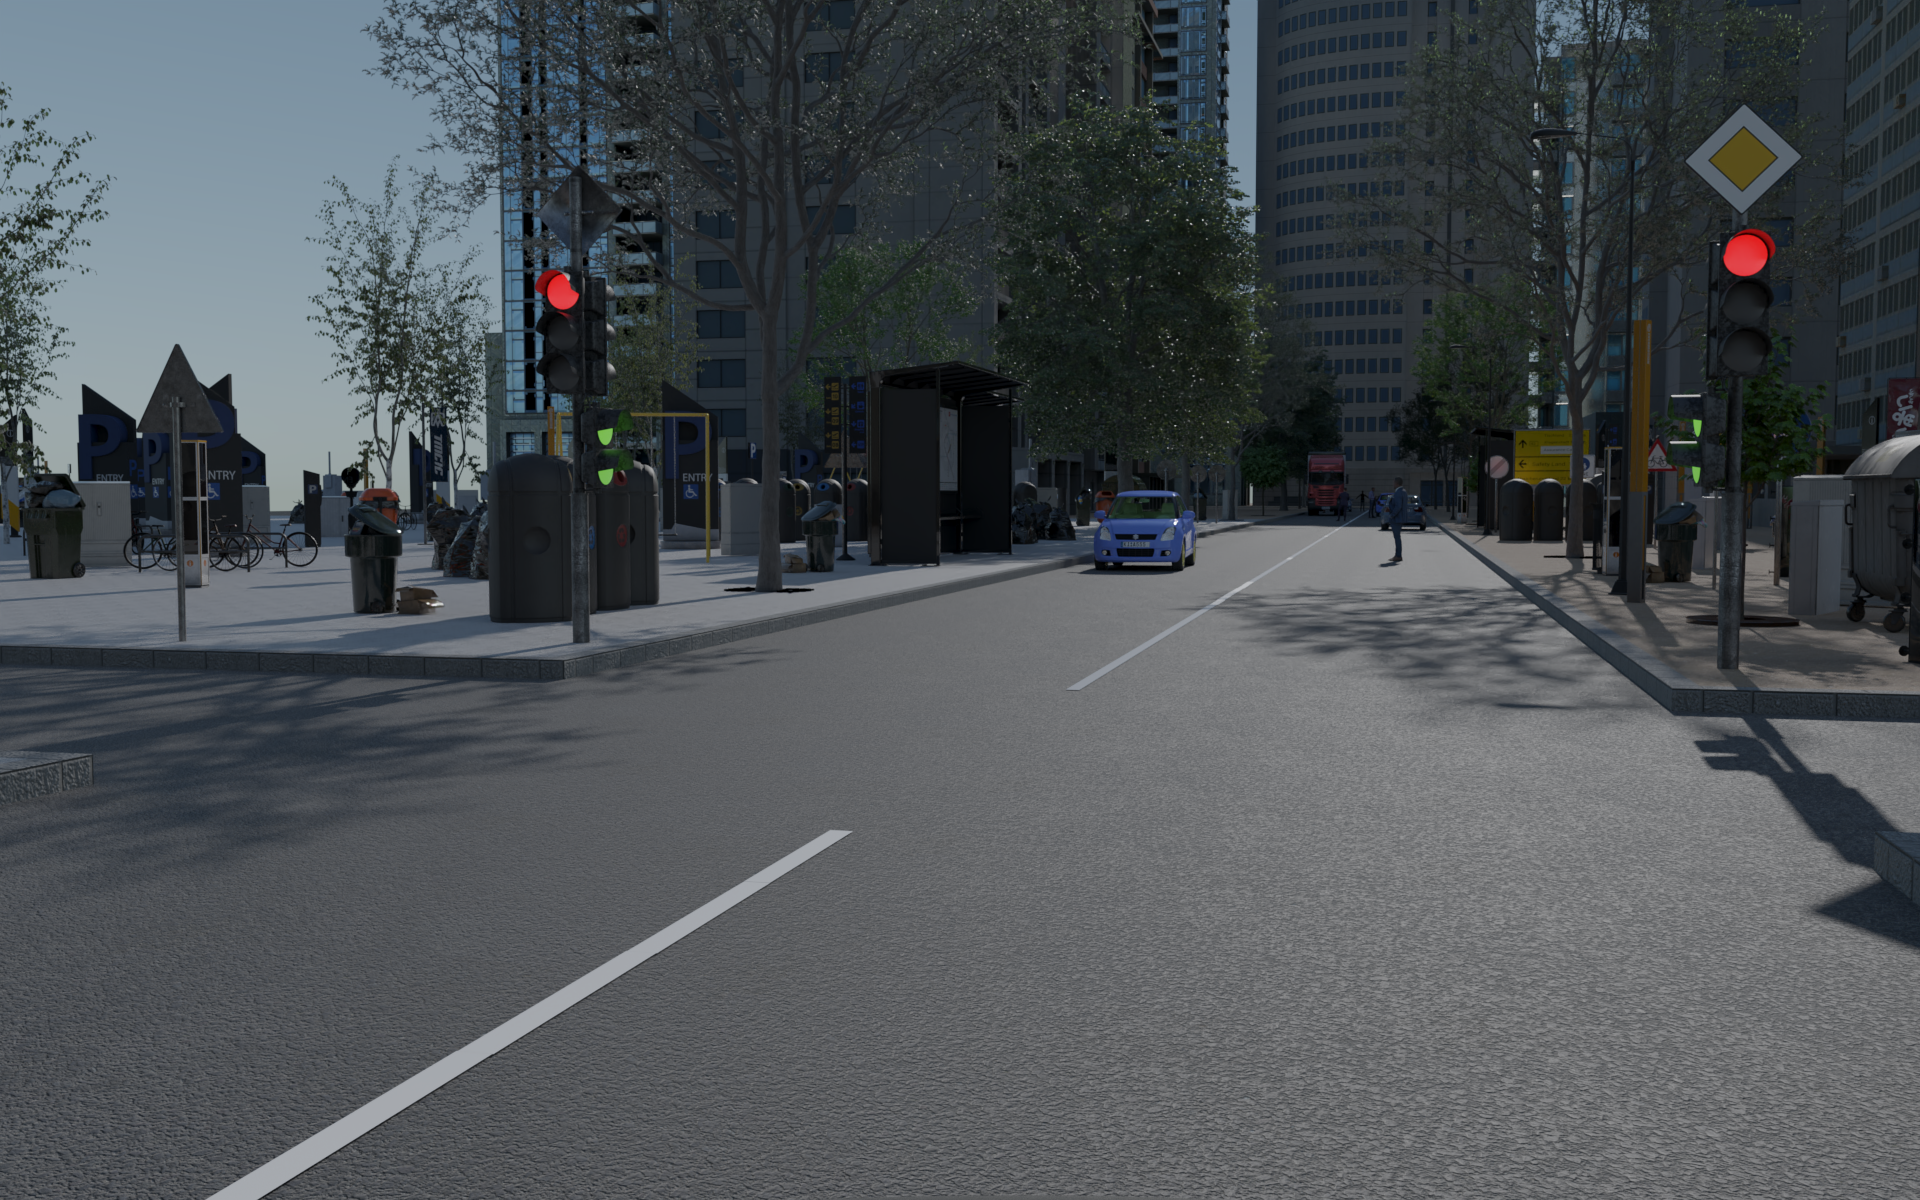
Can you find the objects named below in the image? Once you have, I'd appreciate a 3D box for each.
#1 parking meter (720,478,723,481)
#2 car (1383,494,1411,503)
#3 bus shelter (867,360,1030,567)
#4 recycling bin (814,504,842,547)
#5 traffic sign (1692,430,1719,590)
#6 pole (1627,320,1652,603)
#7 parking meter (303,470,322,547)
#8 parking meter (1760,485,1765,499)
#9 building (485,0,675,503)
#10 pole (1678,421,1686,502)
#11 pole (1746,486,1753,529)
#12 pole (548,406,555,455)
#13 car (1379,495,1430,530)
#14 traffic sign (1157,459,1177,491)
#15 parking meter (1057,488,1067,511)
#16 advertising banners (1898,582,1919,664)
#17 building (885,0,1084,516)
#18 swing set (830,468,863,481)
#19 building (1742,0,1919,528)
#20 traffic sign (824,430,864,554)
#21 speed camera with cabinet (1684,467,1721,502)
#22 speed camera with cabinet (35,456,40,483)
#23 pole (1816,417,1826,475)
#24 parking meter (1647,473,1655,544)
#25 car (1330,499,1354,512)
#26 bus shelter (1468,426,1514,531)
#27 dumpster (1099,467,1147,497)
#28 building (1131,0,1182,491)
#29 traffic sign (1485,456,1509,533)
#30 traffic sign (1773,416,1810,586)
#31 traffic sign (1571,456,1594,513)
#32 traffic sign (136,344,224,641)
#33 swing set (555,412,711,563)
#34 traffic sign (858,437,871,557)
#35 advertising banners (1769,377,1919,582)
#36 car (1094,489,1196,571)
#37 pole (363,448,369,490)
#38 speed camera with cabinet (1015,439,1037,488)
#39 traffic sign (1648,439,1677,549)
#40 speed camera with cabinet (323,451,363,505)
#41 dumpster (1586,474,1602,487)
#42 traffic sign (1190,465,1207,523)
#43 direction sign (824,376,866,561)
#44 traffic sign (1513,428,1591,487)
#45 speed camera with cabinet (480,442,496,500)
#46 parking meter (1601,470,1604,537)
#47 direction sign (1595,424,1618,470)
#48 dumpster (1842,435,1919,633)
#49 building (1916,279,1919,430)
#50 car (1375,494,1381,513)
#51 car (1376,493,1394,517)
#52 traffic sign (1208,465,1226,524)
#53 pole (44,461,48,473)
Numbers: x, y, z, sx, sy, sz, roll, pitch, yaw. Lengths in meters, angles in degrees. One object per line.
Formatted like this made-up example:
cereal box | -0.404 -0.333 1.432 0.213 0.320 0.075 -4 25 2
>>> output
parking meter | -8.928 -3.548 63.729 0.399 1.863 0.255 1 4 16
car | 26.131 -5.651 102.616 2.015 1.641 3.980 1 4 13
bus shelter | -0.119 -2.594 33.699 1.731 3.624 6.357 1 4 14
recycling bin | -3.168 -1.805 42.072 0.722 1.027 0.722 0 4 -5
traffic sign | 10.137 -1.348 23.218 0.795 2.450 0.064 1 4 20
pole | 8.003 -1.624 20.400 0.158 3.312 0.155 0 3 0
parking meter | -15.656 -2.214 41.911 0.399 1.863 0.255 -2 4 -28
parking meter | 37.993 -4.682 82.261 0.399 1.863 0.255 -1 4 -22
building | -26.017 -51.288 151.226 31.000 86.520 22.319 1 4 14
pole | 20.297 -3.357 48.731 0.158 3.312 0.155 0 3 0
pole | 29.093 -4.276 63.751 0.158 3.312 0.155 0 3 0
pole | -9.514 -2.846 40.378 0.158 3.312 0.155 0 3 0
car | 17.968 -3.550 70.050 2.014 1.417 4.499 1 4 15
traffic sign | 7.582 -3.890 63.708 0.768 2.556 0.104 2 4 24
parking meter | 3.979 -3.623 67.647 0.372 1.533 0.369 0 3 0
advertising banners | 7.293 -0.978 12.170 0.090 3.025 2.074 0 4 -3
building | -3.442 -40.576 101.671 20.563 71.187 20.611 1 4 14
swing set | -4.893 -4.967 78.829 2.862 2.851 3.119 1 4 23
building | 46.946 -22.666 62.474 32.217 40.220 23.993 1 4 14
traffic sign | -2.356 -2.142 35.029 0.884 2.594 0.081 1 4 21
speed camera with cabinet | 22.538 -3.550 52.375 0.660 3.252 2.038 3 5 43
speed camera with cabinet | -48.130 -5.882 90.514 0.660 3.252 2.038 -1 4 -12
pole | 22.711 -3.173 45.722 0.158 3.312 0.155 0 3 0
parking meter | 17.558 -2.363 44.352 0.399 1.863 0.255 0 4 -4
car | 30.986 -7.881 140.854 2.014 1.417 4.499 1 4 13
bus shelter | 19.455 -4.382 62.921 1.731 3.624 6.357 1 4 14
dumpster | 5.793 -3.610 61.512 1.502 2.255 1.985 1 4 14
building | 3.313 -30.078 146.406 28.867 44.769 22.147 1 4 14
traffic sign | 17.785 -3.506 57.423 0.768 2.556 0.104 1 4 22
traffic sign | 11.452 -1.474 24.213 0.768 2.556 0.104 1 4 23
traffic sign | 16.256 -2.639 45.277 0.606 2.300 0.079 1 4 16
traffic sign | -6.774 -0.918 15.018 0.884 2.594 0.081 1 4 16
swing set | -6.415 -2.191 33.442 3.119 2.851 2.862 0 4 -8
traffic sign | -1.821 -2.147 35.114 0.884 2.594 0.081 2 4 24
advertising banners | 13.462 -1.842 26.298 2.074 3.025 0.090 1 4 20
car | 3.621 -1.469 33.606 1.945 1.707 3.694 1 4 12
pole | -26.461 -5.097 77.185 0.158 3.312 0.155 0 3 0
speed camera with cabinet | 2.684 -4.178 62.641 0.660 3.252 2.038 2 4 29
traffic sign | 16.352 -2.488 40.676 0.884 2.594 0.081 1 4 16
speed camera with cabinet | -28.542 -5.262 80.372 2.038 3.252 0.660 1 4 19
dumpster | 18.427 -2.680 49.571 1.264 1.857 1.865 1 4 14
traffic sign | 10.481 -4.662 76.327 0.768 2.556 0.104 1 4 17
direction sign | -2.211 -2.533 33.412 0.876 3.537 0.379 1 4 21
traffic sign | 18.474 -3.685 54.123 2.265 3.308 0.079 1 4 21
speed camera with cabinet | -17.693 -4.398 66.251 0.660 3.252 2.038 0 4 8
parking meter | 15.952 -2.252 42.524 0.255 1.863 0.399 -1 4 -15
direction sign | 20.878 -3.914 55.985 0.379 3.537 0.876 -2 4 -29
dumpster | 9.296 -0.657 16.495 1.264 1.857 1.865 1 4 14
building | 31.451 -23.744 38.318 14.600 45.320 14.200 1 4 14
car | 32.616 -7.491 132.263 2.009 1.686 4.222 1 4 15
car | 27.365 -6.162 110.334 1.945 1.707 3.694 1 4 13
traffic sign | 11.174 -4.604 75.377 0.768 2.556 0.104 1 4 17
pole | -55.821 -6.851 105.864 0.158 3.312 0.155 0 3 0
